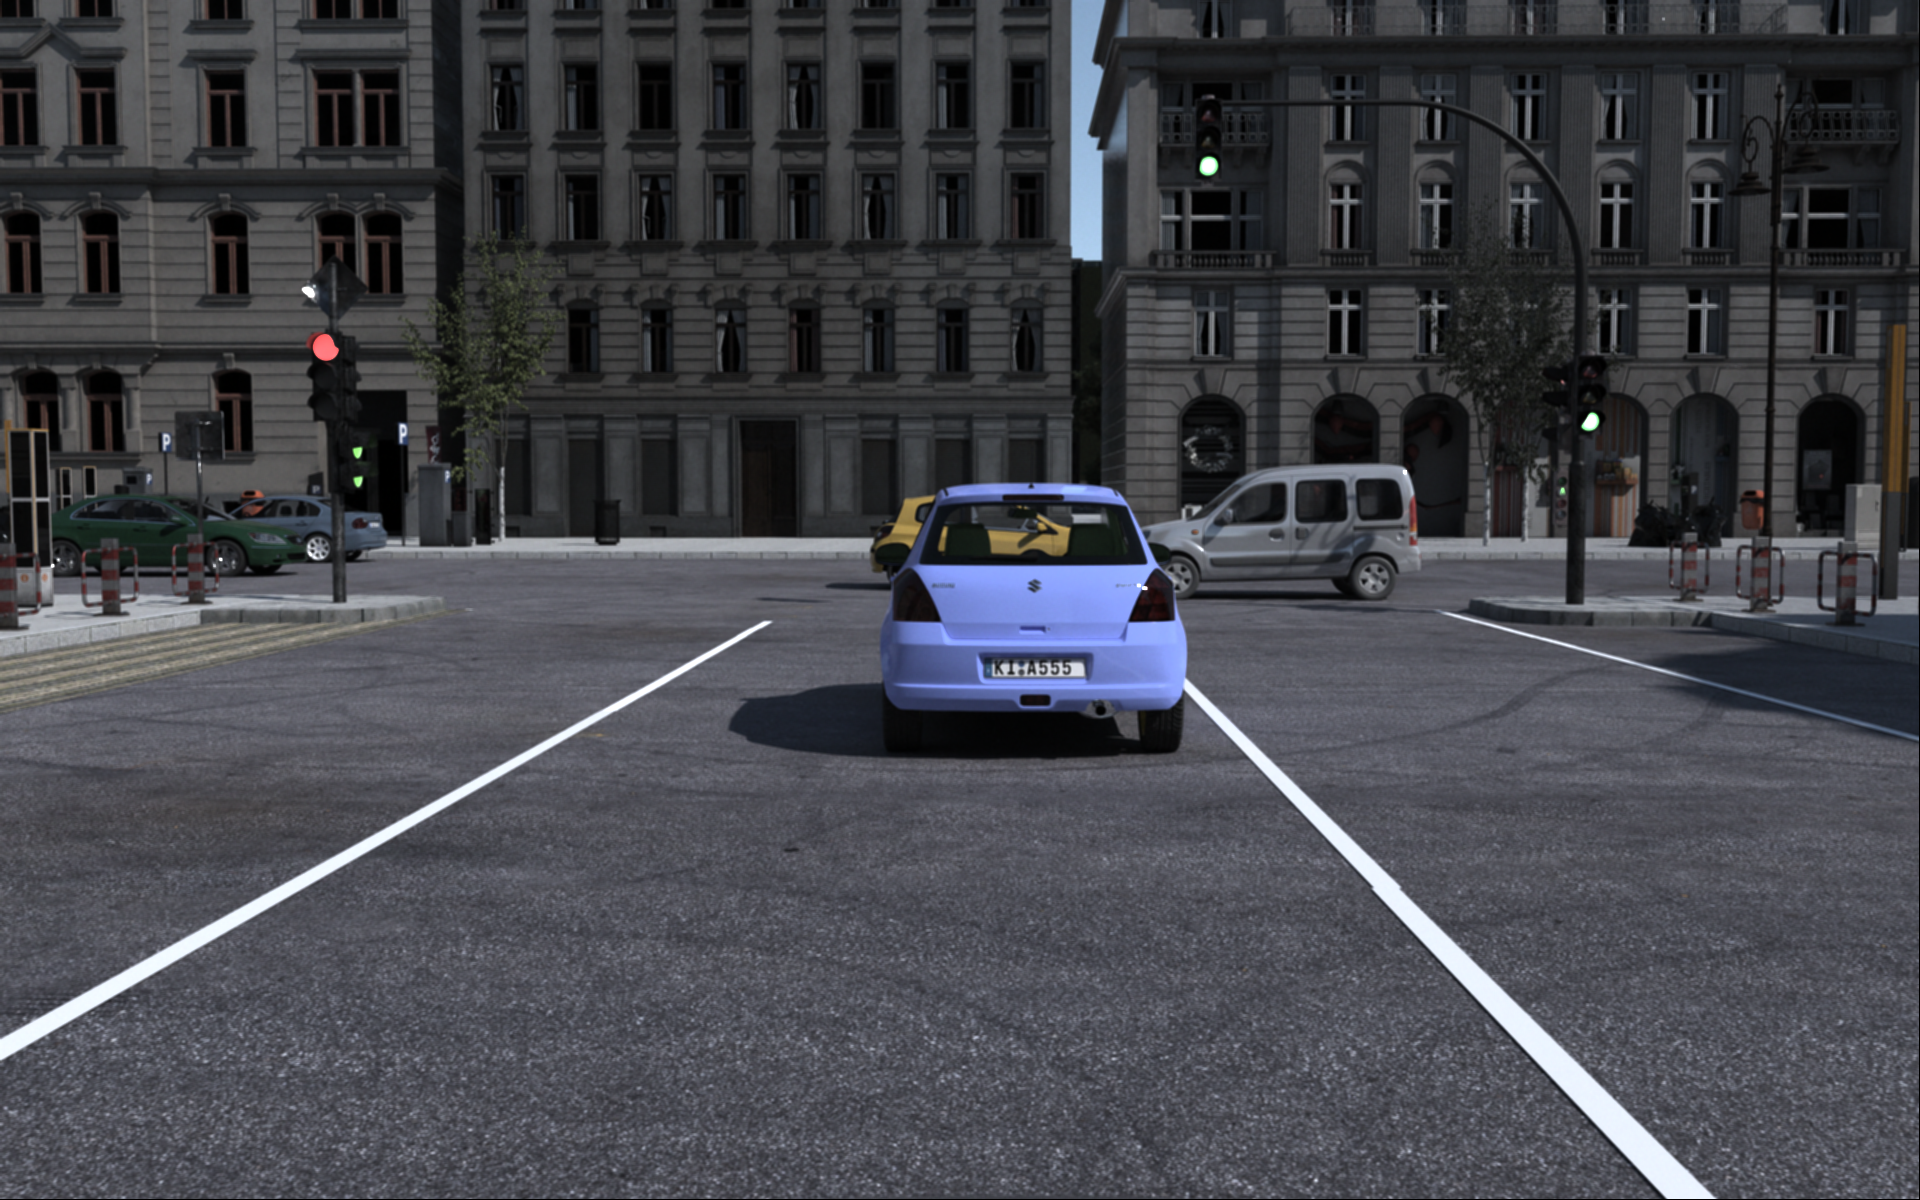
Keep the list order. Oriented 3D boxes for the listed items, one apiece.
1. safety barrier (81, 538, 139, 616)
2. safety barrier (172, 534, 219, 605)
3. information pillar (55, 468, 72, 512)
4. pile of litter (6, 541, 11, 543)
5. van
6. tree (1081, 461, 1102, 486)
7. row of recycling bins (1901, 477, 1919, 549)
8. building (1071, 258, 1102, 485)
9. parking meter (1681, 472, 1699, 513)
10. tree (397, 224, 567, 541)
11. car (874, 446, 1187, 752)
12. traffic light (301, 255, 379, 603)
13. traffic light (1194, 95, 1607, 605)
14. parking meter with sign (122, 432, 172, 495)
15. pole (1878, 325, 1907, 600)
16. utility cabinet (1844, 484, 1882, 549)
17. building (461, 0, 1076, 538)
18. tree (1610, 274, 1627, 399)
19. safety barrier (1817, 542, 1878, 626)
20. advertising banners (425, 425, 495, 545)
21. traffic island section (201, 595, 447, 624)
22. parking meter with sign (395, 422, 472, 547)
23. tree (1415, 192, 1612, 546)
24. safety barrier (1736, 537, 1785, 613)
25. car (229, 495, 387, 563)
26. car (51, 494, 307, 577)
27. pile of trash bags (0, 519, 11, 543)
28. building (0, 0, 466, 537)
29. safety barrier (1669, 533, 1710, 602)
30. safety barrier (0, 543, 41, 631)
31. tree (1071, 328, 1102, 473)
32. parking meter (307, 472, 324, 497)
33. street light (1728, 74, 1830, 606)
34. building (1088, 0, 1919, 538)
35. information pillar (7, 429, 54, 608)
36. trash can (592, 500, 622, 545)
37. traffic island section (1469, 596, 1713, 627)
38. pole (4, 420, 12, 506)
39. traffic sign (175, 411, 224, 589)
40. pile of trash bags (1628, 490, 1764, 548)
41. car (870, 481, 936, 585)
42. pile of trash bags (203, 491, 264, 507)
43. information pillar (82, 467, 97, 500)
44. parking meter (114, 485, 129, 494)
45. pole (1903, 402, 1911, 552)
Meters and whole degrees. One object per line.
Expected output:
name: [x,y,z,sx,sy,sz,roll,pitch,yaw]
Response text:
safety barrier: [-8.932,-0.241,18.213,0.300,0.817,1.120,0,4,1]
safety barrier: [-8.886,-0.359,20.142,0.300,0.817,1.120,0,4,1]
information pillar: [-25.050,-2.687,48.422,0.304,2.012,0.304,2,4,34]
pile of litter: [-21.898,-1.670,41.274,1.719,0.858,1.176,-1,4,-15]
van: [4.242,-1.043,24.063,4.112,2.044,2.013,0,4,2]
tree: [11.931,-10.025,147.617,4.285,4.588,4.351,0,3,0]
row of recycling bins: [23.850,-2.042,40.502,3.534,1.692,1.069,1,4,11]
building: [12.499,-27.131,215.293,14.107,30.474,14.160,0,4,1]
parking meter: [19.381,-2.466,46.024,0.399,1.863,0.255,-2,4,-25]
tree: [-12.673,-5.904,46.894,4.737,8.622,4.395,0,3,0]
car: [0.408,-0.082,10.940,1.945,1.707,3.694,0,4,0]
traffic light: [-7.321,-1.924,20.372,0.839,4.253,0.868,0,4,1]
traffic light: [5.044,-2.772,19.988,4.771,5.953,1.251,0,4,1]
parking meter with sign: [-23.365,-3.240,49.227,1.738,3.016,0.543,0,4,3]
pole: [11.294,-1.660,20.989,0.158,3.312,0.155,0,3,0]
utility cabinet: [20.966,-1.913,39.959,1.173,1.500,0.318,-2,4,-24]
building: [-5.519,-12.573,54.714,18.267,20.994,9.793,0,4,1]
tree: [15.477,-5.882,46.533,4.360,8.622,3.978,0,3,0]
safety barrier: [8.626,-0.158,16.854,0.300,0.817,1.120,0,4,1]
advertising banners: [-12.718,-2.924,43.989,2.074,3.025,0.090,1,4,23]
traffic island section: [-7.361,0.108,20.507,2.009,0.180,2.903,0,4,1]
parking meter with sign: [-12.787,-2.808,42.164,1.738,3.016,0.543,0,4,7]
tree: [12.965,-5.613,42.141,4.360,8.622,3.978,0,3,0]
safety barrier: [8.667,-0.275,18.773,0.300,0.817,1.120,0,4,1]
car: [-14.512,-1.511,36.701,4.499,1.417,2.014,0,4,2]
car: [-14.071,-1.152,30.629,4.920,1.459,2.131,0,4,0]
pile of trash bags: [-25.864,-2.146,44.840,3.447,1.369,1.912,0,4,3]
building: [-26.379,-16.495,57.091,23.554,28.519,14.401,0,4,1]
safety barrier: [8.706,-0.392,20.689,0.300,0.817,1.120,0,4,1]
safety barrier: [-8.968,-0.123,16.294,0.300,0.817,1.120,0,4,1]
tree: [11.466,-13.029,120.443,7.806,13.903,7.818,0,3,0]
parking meter: [-16.681,-2.393,44.839,0.399,1.863,0.255,-2,4,-23]
street light: [9.226,-2.868,19.678,0.468,5.910,1.993,0,4,1]
building: [16.482,-13.077,55.617,24.055,21.916,13.314,0,4,1]
information pillar: [-10.508,-0.923,19.585,0.304,2.012,0.304,0,4,6]
trash can: [-8.858,-1.947,43.486,0.748,1.137,0.748,0,3,0]
traffic island section: [7.177,0.127,20.199,2.009,0.180,2.903,0,4,1]
pole: [-26.184,-3.297,47.744,0.158,3.312,0.155,0,3,0]
traffic sign: [-9.398,-1.180,21.423,0.606,2.300,0.079,0,4,3]
pile of trash bags: [17.754,-1.941,41.490,1.912,1.369,3.447,-2,4,-31]
car: [0.626,-0.989,26.389,3.980,1.641,2.015,0,4,3]
pile of trash bags: [-19.355,-2.102,44.125,3.447,1.369,1.912,0,4,4]
information pillar: [-23.274,-2.558,46.321,0.304,2.012,0.304,-3,4,-36]
parking meter: [-23.381,-2.443,48.347,0.372,1.533,0.369,0,3,0]
pole: [20.902,-2.721,38.326,0.158,3.312,0.155,0,3,0]
